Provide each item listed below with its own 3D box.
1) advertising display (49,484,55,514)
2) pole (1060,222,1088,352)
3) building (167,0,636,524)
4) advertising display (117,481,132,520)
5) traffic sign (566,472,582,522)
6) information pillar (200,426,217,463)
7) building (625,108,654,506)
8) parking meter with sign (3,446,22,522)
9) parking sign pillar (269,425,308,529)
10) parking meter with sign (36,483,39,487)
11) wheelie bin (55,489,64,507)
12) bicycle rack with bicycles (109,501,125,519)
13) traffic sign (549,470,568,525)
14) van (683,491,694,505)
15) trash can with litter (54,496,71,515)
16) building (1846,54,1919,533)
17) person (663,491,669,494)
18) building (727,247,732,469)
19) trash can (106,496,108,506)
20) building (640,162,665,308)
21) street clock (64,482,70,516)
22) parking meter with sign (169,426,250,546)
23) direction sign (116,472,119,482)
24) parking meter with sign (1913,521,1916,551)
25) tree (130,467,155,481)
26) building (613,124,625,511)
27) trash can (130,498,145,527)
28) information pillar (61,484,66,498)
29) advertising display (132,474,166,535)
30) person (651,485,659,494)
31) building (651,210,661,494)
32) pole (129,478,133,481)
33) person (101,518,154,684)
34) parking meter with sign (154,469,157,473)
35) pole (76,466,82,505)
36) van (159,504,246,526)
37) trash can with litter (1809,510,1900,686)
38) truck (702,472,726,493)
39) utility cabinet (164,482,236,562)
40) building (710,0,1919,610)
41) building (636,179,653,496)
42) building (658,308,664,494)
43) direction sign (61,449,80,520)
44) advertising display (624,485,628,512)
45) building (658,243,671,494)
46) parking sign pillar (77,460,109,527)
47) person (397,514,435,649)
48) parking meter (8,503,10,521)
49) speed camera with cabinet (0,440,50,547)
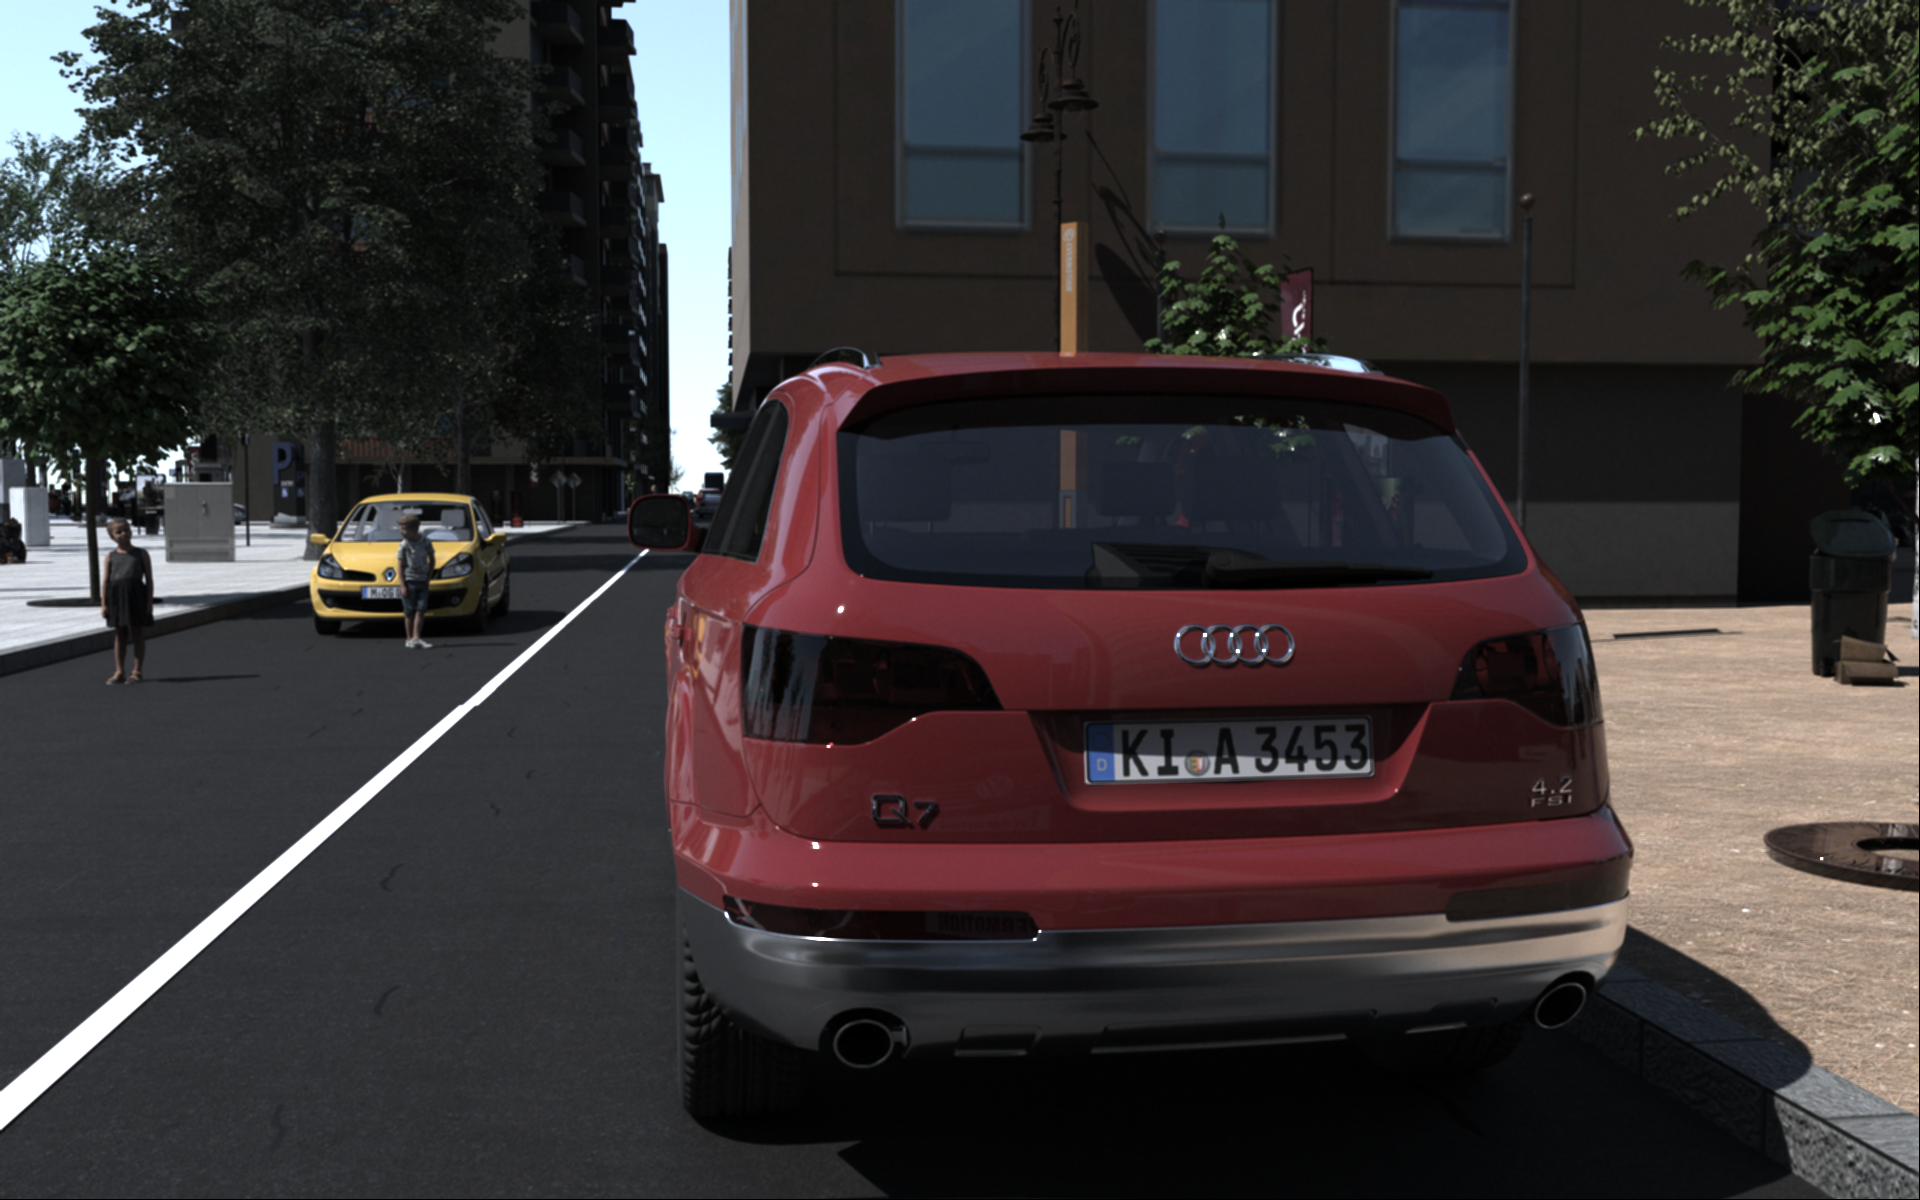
[{"bbox_3d":[-57.950,-6.444,110.574,0.123,1.923,0.974,-1,4,-16],"label":"advertising display"},{"bbox_3d":[0.865,-1.181,13.157,0.158,3.312,0.155,0,3,0],"label":"pole"},{"bbox_3d":[-28.707,-26.758,92.111,22.147,44.769,28.867,-1,4,-8],"label":"building"},{"bbox_3d":[-41.575,-4.977,86.581,0.974,1.923,0.123,-2,4,-27],"label":"advertising display"},{"bbox_3d":[-17.626,-4.613,79.062,0.795,2.450,0.064,-1,4,-8],"label":"traffic sign"},{"bbox_3d":[-23.045,-3.778,53.130,0.504,3.616,0.183,-3,5,-42],"label":"information pillar"},{"bbox_3d":[-46.941,-35.163,194.521,23.786,49.044,30.456,-1,4,-8],"label":"building"},{"bbox_3d":[-35.056,-4.075,62.895,0.543,3.016,1.738,3,5,39],"label":"parking meter with sign"},{"bbox_3d":[-25.018,-4.654,64.559,1.447,3.967,1.447,2,4,31],"label":"parking sign pillar"},{"bbox_3d":[-62.440,-7.386,117.025,0.543,3.016,1.738,1,4,15],"label":"parking meter with sign"},{"bbox_3d":[-60.436,-6.596,115.760,0.980,1.594,0.693,-2,4,-31],"label":"wheelie bin"},{"bbox_3d":[-43.839,-4.784,91.597,2.852,0.926,2.925,-1,4,-10],"label":"bicycle rack with bicycles"},{"bbox_3d":[-16.489,-4.129,71.158,0.795,2.450,0.064,-1,4,-8],"label":"traffic sign"},{"bbox_3d":[-35.754,-13.488,227.542,2.013,2.044,4.112,-1,4,-8],"label":"van"},{"bbox_3d":[-55.056,-5.800,106.216,1.055,1.170,0.624,0,4,5],"label":"trash can with litter"},{"bbox_3d":[28.390,-38.295,64.373,20.611,71.187,20.563,-1,4,-8],"label":"building"},{"bbox_3d":[-31.659,-10.830,186.367,0.742,1.727,0.445,-1,4,-9],"label":"person"},{"bbox_3d":[-28.956,-39.445,299.547,22.147,44.769,28.867,-1,4,-8],"label":"building"},{"bbox_3d":[-62.417,-7.006,126.205,0.748,1.137,0.748,0,3,0],"label":"trash can"},{"bbox_3d":[-61.717,-42.012,276.130,28.713,52.752,27.495,-1,4,-8],"label":"building"},{"bbox_3d":[-52.670,-5.971,102.203,0.358,2.002,0.471,0,4,-7],"label":"street clock"},{"bbox_3d":[-18.297,-2.816,42.304,1.738,3.016,0.543,-1,4,-10],"label":"parking meter with sign"},{"bbox_3d":[-68.570,-9.118,141.077,0.379,3.537,0.876,-1,4,-15],"label":"direction sign"},{"bbox_3d":[22.239,-2.590,38.608,1.738,3.016,0.543,0,4,-2],"label":"parking meter with sign"},{"bbox_3d":[-48.201,-6.614,102.743,1.663,3.219,1.824,0,3,0],"label":"tree"},{"bbox_3d":[-31.682,-21.552,124.075,14.160,30.474,14.107,-1,4,-8],"label":"building"},{"bbox_3d":[-32.153,-3.440,67.899,0.748,1.137,0.748,0,3,0],"label":"trash can"},{"bbox_3d":[-67.560,-7.710,130.555,0.304,2.012,0.304,-3,4,-36],"label":"information pillar"},{"bbox_3d":[-25.564,-3.029,54.741,0.974,1.923,0.123,0,4,4],"label":"advertising display"},{"bbox_3d":[-11.868,-3.705,69.298,1.509,1.804,0.699,-3,5,-43],"label":"person"},{"bbox_3d":[-49.373,-34.145,241.864,14.154,41.232,14.086,-1,4,-8],"label":"building"},{"bbox_3d":[-51.627,-6.975,107.892,0.158,3.312,0.155,0,3,0],"label":"pole"},{"bbox_3d":[-6.316,0.002,13.145,0.362,1.253,0.373,0,4,-7],"label":"person"},{"bbox_3d":[-55.948,-7.679,121.816,1.738,3.016,0.543,1,4,11],"label":"parking meter with sign"},{"bbox_3d":[-65.166,-8.199,127.896,0.158,3.312,0.155,0,3,0],"label":"pole"},{"bbox_3d":[-32.369,-4.062,73.427,4.112,2.044,2.013,-1,4,-9],"label":"van"},{"bbox_3d":[6.261,-0.035,11.968,0.624,1.170,1.055,1,4,13],"label":"trash can with litter"},{"bbox_3d":[-29.464,-13.386,208.614,2.967,4.110,18.799,-1,4,-9],"label":"truck"},{"bbox_3d":[-14.267,-1.457,32.509,1.173,1.500,0.318,-1,4,-16],"label":"utility cabinet"},{"bbox_3d":[3.718,-22.875,24.119,14.600,45.320,14.200,-1,4,-8],"label":"building"},{"bbox_3d":[-46.504,-32.641,217.279,14.154,41.232,14.086,-1,4,-8],"label":"building"},{"bbox_3d":[-51.416,-29.701,257.311,14.160,30.474,14.107,-1,4,-8],"label":"building"},{"bbox_3d":[-44.740,-5.819,87.133,0.876,3.537,0.379,-1,4,-14],"label":"direction sign"},{"bbox_3d":[-24.042,-7.307,124.687,0.123,1.923,0.974,0,4,-4],"label":"advertising display"},{"bbox_3d":[-57.161,-39.628,298.031,14.600,45.320,14.200,-1,4,-8],"label":"building"},{"bbox_3d":[-33.502,-4.815,67.197,1.447,3.967,1.447,-1,4,-15],"label":"parking sign pillar"},{"bbox_3d":[-5.053,-0.179,16.113,0.332,1.250,0.352,0,4,7],"label":"person"},{"bbox_3d":[-43.514,-4.494,79.193,0.399,1.863,0.255,-2,4,-30],"label":"parking meter"},{"bbox_3d":[-23.115,-2.952,42.601,2.038,3.252,0.660,3,5,41],"label":"speed camera with cabinet"}]
